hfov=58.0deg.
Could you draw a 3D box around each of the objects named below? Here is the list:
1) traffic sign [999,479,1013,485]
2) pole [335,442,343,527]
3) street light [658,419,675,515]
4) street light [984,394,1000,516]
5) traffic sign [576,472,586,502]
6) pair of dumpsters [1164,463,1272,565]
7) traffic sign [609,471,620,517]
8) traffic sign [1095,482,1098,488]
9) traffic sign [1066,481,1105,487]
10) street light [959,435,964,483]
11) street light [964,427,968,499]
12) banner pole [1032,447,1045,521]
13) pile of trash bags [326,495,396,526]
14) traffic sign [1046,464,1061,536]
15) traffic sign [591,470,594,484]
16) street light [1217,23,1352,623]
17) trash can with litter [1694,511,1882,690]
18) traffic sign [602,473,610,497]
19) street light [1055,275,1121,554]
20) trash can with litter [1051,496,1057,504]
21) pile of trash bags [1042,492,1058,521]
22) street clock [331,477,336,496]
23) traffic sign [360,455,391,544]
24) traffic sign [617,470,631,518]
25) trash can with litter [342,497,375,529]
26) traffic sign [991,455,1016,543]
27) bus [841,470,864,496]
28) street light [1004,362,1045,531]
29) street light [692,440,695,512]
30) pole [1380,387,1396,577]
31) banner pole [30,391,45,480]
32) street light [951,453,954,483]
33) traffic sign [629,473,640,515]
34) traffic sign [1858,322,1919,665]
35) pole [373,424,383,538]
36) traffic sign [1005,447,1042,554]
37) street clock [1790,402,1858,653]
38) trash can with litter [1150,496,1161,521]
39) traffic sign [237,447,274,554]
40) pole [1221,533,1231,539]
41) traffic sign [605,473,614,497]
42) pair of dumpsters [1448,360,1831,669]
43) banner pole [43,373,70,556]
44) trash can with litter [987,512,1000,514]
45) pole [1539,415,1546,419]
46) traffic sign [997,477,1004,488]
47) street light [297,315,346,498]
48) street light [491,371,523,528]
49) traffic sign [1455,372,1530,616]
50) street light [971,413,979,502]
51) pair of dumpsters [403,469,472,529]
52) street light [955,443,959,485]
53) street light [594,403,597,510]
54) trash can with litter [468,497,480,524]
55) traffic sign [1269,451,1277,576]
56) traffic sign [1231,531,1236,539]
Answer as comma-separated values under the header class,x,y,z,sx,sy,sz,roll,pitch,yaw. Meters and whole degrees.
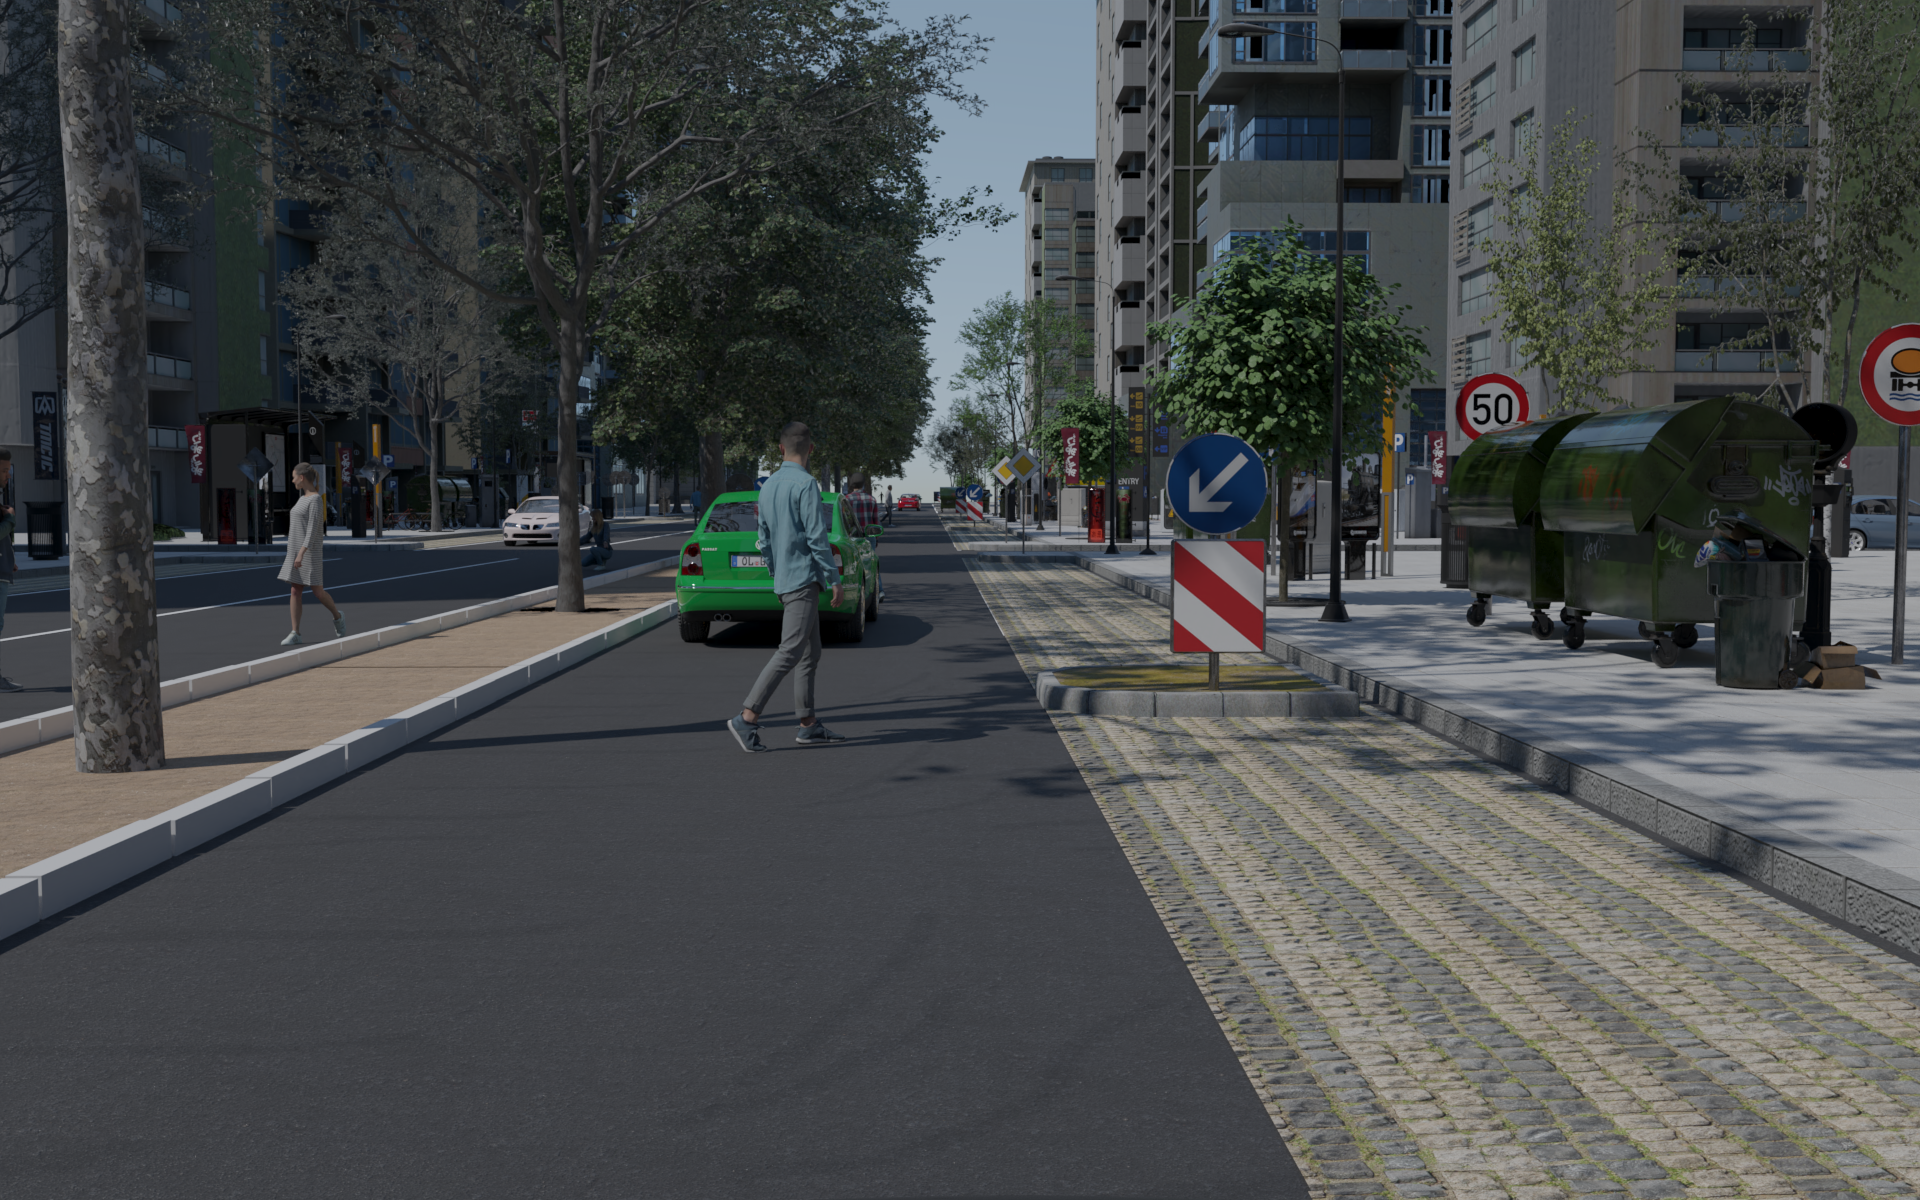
class,x,y,z,sx,sy,sz,roll,pitch,yaw
traffic sign,2.525,-5.778,94.576,0.768,2.556,0.104,0,4,7
pole,-24.318,-4.525,67.820,0.158,3.312,0.155,0,3,0
street light,-17.765,-8.151,105.802,1.470,5.913,1.316,0,4,-1
street light,1.962,-6.598,80.414,1.470,5.913,1.316,0,4,-1
traffic sign,-17.543,-4.759,79.936,0.606,2.300,0.079,0,4,2
pair of dumpsters,4.990,-1.885,33.313,1.574,2.255,4.437,0,4,-1
traffic sign,-18.858,-5.803,94.985,0.768,2.556,0.104,0,4,7
traffic sign,4.283,-3.324,54.455,0.768,2.556,0.104,1,4,8
traffic sign,4.664,-3.907,57.759,2.265,3.308,0.079,0,4,8
street light,0.892,-10.016,136.309,1.470,5.913,1.316,0,4,-1
street light,1.186,-8.984,119.425,1.470,5.913,1.316,0,4,-1
banner pole,3.765,-5.604,81.646,0.863,3.779,0.401,2,4,30
pile of trash bags,-24.167,-3.630,69.110,3.447,1.369,1.912,0,4,7
traffic sign,3.044,-3.220,52.649,0.884,2.594,0.081,0,4,5
traffic sign,-19.563,-5.581,91.349,0.768,2.556,0.104,0,4,4
street light,3.241,-2.737,17.287,1.470,5.913,1.316,0,4,-1
trash can with litter,5.512,-0.010,11.547,1.055,1.170,0.624,0,4,0
traffic sign,-21.671,-6.515,106.631,0.768,2.556,0.104,0,4,2
street light,2.717,-3.935,36.884,1.470,5.913,1.316,0,4,-1
trash can with litter,4.852,-5.150,95.583,1.055,1.170,0.624,0,4,-5
pile of trash bags,4.709,-4.579,84.623,1.912,1.369,3.447,-1,4,-20
street clock,-26.668,-4.243,73.937,0.358,2.002,0.471,-1,4,-9
traffic sign,-15.136,-2.519,44.835,0.795,2.450,0.064,0,4,-1
traffic sign,-18.105,-5.705,93.386,0.768,2.556,0.104,0,4,2
trash can with litter,-22.047,-3.185,63.465,1.055,1.170,0.624,-3,5,-44
traffic sign,1.206,-2.538,45.131,0.795,2.450,0.064,0,4,-1
bus,-10.849,-11.578,180.850,2.896,3.916,12.252,0,4,-1
street light,2.296,-5.405,60.907,1.470,5.913,1.316,0,4,-1
street light,-18.068,-9.090,121.168,1.470,5.913,1.316,0,4,-1
pole,6.644,-2.019,26.854,0.158,3.312,0.155,0,3,0
banner pole,-19.480,-2.891,37.289,0.863,3.779,0.401,-2,4,-28
street light,0.038,-12.496,176.843,1.470,5.913,1.316,0,4,-1
traffic sign,-20.076,-6.507,106.495,0.768,2.556,0.104,0,4,2
traffic sign,7.063,-0.787,12.974,0.768,2.556,0.104,0,4,0
pole,-17.082,-3.483,50.796,0.158,3.312,0.155,0,3,0
traffic sign,1.361,-2.049,37.148,0.795,2.450,0.064,0,4,-1
street clock,6.826,-0.563,13.773,0.471,2.002,0.358,3,5,45
trash can with litter,9.562,-4.439,83.636,1.678,1.210,2.233,-2,4,-30
traffic sign,-14.980,-2.031,36.852,0.795,2.450,0.064,0,4,-1
pole,4.675,-2.228,30.278,0.158,3.312,0.155,0,3,0
traffic sign,-21.388,-6.496,106.316,0.768,2.556,0.104,0,4,2
pair of dumpsters,5.564,-0.746,14.691,1.574,2.255,4.437,0,4,-1
banner pole,-18.702,-2.826,36.214,0.401,3.779,0.863,-1,4,-10
trash can with litter,2.443,-6.048,109.942,2.233,1.210,1.678,0,4,1
pole,14.955,-3.099,44.512,0.158,3.312,0.155,0,3,0
traffic sign,2.391,-5.793,94.820,0.768,2.556,0.104,0,4,0
street light,-16.599,-4.433,45.018,1.470,5.913,1.316,0,4,-1
street light,-16.945,-5.656,65.015,1.470,5.913,1.316,0,4,-1
traffic sign,5.585,-1.109,18.244,0.768,2.556,0.104,1,4,8
street light,1.490,-7.791,99.918,1.470,5.913,1.316,0,4,-1
pair of dumpsters,-20.000,-3.906,66.364,1.574,2.255,4.437,0,4,-1
street light,0.490,-11.275,156.881,1.470,5.913,1.316,0,4,-1
street light,-17.455,-6.899,85.342,1.470,5.913,1.316,0,4,-1
trash can with litter,-20.969,-3.899,75.142,0.624,1.170,1.055,0,4,-6
traffic sign,4.929,-1.655,27.168,0.768,2.556,0.104,0,4,1
traffic sign,4.329,-1.667,27.366,0.768,2.556,0.104,0,4,7
